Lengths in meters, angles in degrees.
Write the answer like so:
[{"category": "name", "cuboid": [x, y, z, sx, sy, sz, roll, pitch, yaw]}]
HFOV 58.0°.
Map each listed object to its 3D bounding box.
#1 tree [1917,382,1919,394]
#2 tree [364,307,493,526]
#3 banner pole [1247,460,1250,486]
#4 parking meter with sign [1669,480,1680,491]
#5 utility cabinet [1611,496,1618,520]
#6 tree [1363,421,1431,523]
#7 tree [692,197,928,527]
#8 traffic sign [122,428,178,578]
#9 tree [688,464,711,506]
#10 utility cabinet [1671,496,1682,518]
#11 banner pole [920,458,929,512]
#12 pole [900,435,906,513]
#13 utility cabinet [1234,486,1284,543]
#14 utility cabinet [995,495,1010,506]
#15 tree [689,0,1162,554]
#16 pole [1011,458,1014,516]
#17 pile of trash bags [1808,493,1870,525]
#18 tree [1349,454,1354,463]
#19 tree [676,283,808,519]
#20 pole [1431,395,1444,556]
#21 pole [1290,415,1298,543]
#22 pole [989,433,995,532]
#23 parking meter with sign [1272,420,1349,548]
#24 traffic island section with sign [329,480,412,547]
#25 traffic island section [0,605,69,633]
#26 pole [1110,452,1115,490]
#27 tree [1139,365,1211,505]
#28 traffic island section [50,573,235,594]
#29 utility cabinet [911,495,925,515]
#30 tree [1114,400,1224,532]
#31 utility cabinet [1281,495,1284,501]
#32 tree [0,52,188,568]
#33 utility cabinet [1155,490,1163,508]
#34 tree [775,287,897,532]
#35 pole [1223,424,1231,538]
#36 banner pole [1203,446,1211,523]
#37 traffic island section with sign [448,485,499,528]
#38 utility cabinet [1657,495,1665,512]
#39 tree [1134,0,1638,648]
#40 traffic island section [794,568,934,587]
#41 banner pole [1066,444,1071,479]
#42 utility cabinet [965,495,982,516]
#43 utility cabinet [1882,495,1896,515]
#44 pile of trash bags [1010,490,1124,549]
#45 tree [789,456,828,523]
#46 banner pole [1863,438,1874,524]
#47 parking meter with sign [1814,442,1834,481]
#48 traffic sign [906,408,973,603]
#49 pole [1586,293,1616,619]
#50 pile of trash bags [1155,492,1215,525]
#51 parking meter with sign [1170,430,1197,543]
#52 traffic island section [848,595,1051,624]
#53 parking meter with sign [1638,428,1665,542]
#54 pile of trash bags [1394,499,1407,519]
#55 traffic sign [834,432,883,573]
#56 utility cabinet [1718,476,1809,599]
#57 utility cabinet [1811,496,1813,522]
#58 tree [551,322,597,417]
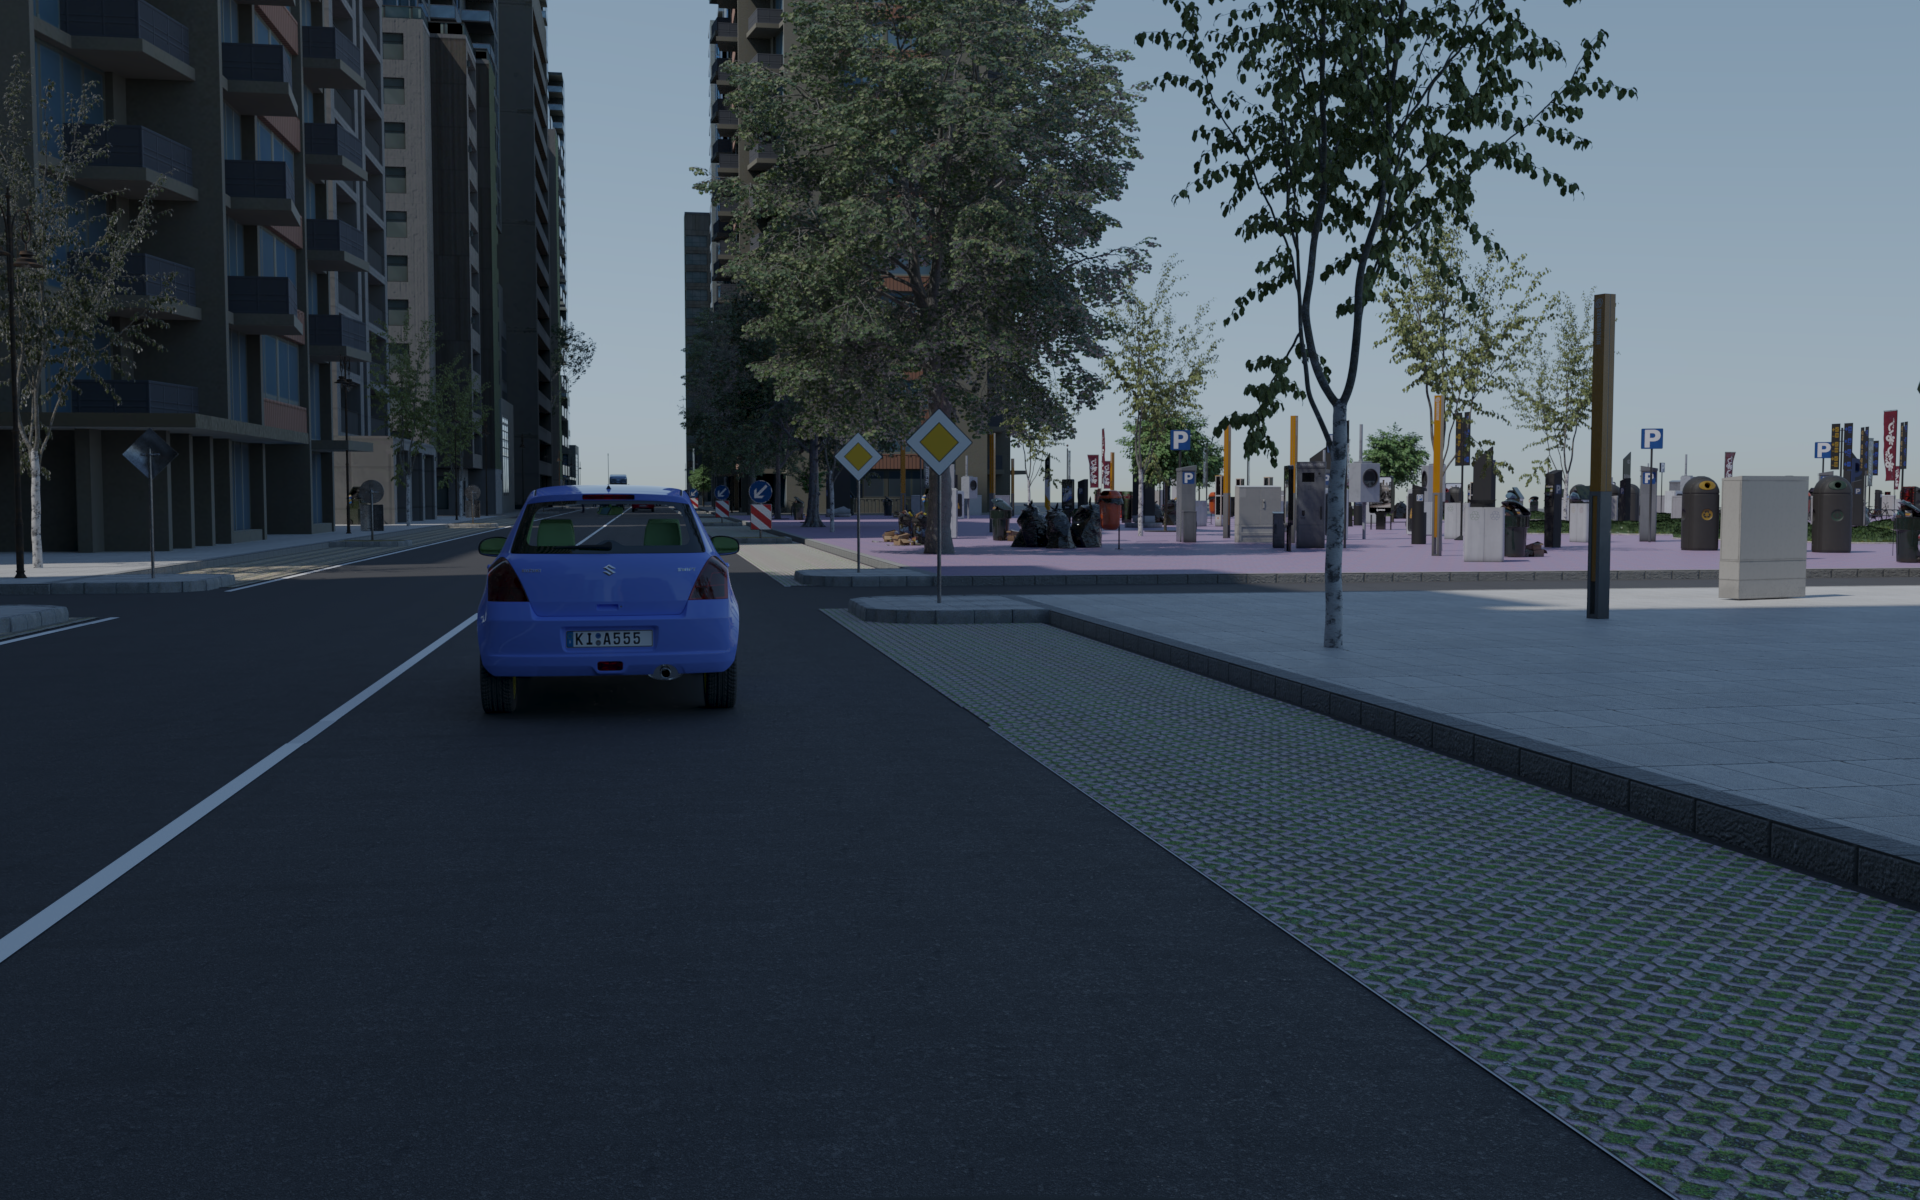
[{"category": "tree", "cuboid": [5.055, -3.414, 6.180, 4.737, 8.622, 4.395, 0, 3, 0]}, {"category": "tree", "cuboid": [-21.936, -7.270, 69.227, 4.737, 8.622, 4.395, 0, 3, 0]}, {"category": "banner pole", "cuboid": [14.062, -5.775, 84.431, 0.401, 3.779, 0.863, 1, 4, 20]}, {"category": "parking meter with sign", "cuboid": [39.429, -6.058, 95.301, 1.738, 3.016, 0.543, 3, 5, 45]}, {"category": "utility cabinet", "cuboid": [24.546, -3.299, 65.098, 0.306, 1.237, 1.020, 1, 4, 22]}, {"category": "tree", "cuboid": [19.569, -5.776, 78.145, 4.285, 4.588, 4.351, 0, 3, 0]}, {"category": "tree", "cuboid": [-5.597, -9.176, 67.039, 9.611, 12.733, 9.660, 0, 3, 0]}, {"category": "traffic sign", "cuboid": [-12.285, -1.387, 26.313, 0.795, 2.450, 0.064, -1, 4, -10]}, {"category": "tree", "cuboid": [-27.991, -12.553, 188.947, 4.285, 4.588, 4.351, 0, 3, 0]}, {"category": "utility cabinet", "cuboid": [28.428, -3.467, 67.854, 1.020, 1.237, 0.306, 1, 4, 15]}, {"category": "banner pole", "cuboid": [-1.860, -6.212, 91.576, 0.863, 3.779, 0.401, -2, 4, -26]}, {"category": "pole", "cuboid": [-1.968, -4.029, 59.711, 0.158, 3.312, 0.155, 0, 3, 0]}, {"category": "utility cabinet", "cuboid": [7.759, -2.227, 45.083, 1.173, 1.500, 0.318, -1, 4, -14]}, {"category": "utility cabinet", "cuboid": [2.057, -4.678, 87.648, 1.020, 1.237, 0.306, -3, 5, -43]}, {"category": "tree", "cuboid": [-0.563, -7.971, 36.974, 9.857, 13.997, 8.962, 0, 3, 0]}, {"category": "pole", "cuboid": [3.012, -6.437, 99.087, 0.158, 3.312, 0.155, 0, 3, 0]}, {"category": "pile of trash bags", "cuboid": [36.388, -3.839, 72.520, 1.912, 1.369, 3.447, -1, 4, -18]}, {"category": "tree", "cuboid": [18.505, -5.384, 82.636, 1.663, 3.219, 1.824, 0, 3, 0]}, {"category": "tree", "cuboid": [-9.164, -10.848, 87.742, 12.009, 13.543, 11.850, 0, 3, 0]}, {"category": "pole", "cuboid": [9.884, -2.567, 35.820, 0.158, 3.312, 0.155, 0, 3, 0]}, {"category": "pole", "cuboid": [8.676, -3.132, 45.044, 0.158, 3.312, 0.155, 0, 3, 0]}, {"category": "pole", "cuboid": [1.086, -3.923, 57.982, 0.158, 3.312, 0.155, 0, 3, 0]}, {"category": "parking meter with sign", "cuboid": [8.297, -2.739, 41.051, 1.738, 3.016, 0.543, 0, 4, 7]}, {"category": "traffic island section with sign", "cuboid": [-16.088, -2.369, 47.364, 1.989, 1.847, 2.006, -1, 4, -10]}, {"category": "traffic island section", "cuboid": [-10.900, 0.231, 18.510, 2.009, 0.180, 2.903, -1, 4, -10]}, {"category": "pole", "cuboid": [7.417, -5.535, 84.335, 0.158, 3.312, 0.155, 0, 3, 0]}, {"category": "tree", "cuboid": [11.679, -8.987, 97.305, 4.360, 8.622, 3.978, 0, 3, 0]}, {"category": "traffic island section", "cuboid": [-12.307, -0.250, 26.371, 2.009, 0.180, 2.903, -1, 4, -10]}, {"category": "utility cabinet", "cuboid": [-2.306, -5.413, 99.664, 1.020, 1.237, 0.306, 2, 4, 28]}, {"category": "tree", "cuboid": [6.917, -4.596, 58.865, 4.285, 4.588, 4.351, 0, 3, 0]}, {"category": "utility cabinet", "cuboid": [18.081, -5.323, 98.184, 1.020, 1.237, 0.306, 2, 4, 26]}, {"category": "tree", "cuboid": [-15.878, -4.872, 30.016, 4.360, 8.622, 3.978, 0, 3, 0]}, {"category": "utility cabinet", "cuboid": [9.785, -4.877, 88.423, 1.173, 1.500, 0.318, 3, 5, 44]}, {"category": "tree", "cuboid": [-4.243, -6.580, 57.943, 4.360, 8.622, 3.978, 0, 3, 0]}, {"category": "pole", "cuboid": [7.725, -3.440, 50.082, 0.158, 3.312, 0.155, 0, 3, 0]}, {"category": "banner pole", "cuboid": [10.929, -5.329, 77.144, 0.401, 3.779, 0.863, 2, 4, 24]}, {"category": "traffic island section with sign", "cuboid": [-20.973, -4.039, 74.661, 1.989, 1.847, 2.006, -1, 4, -10]}, {"category": "utility cabinet", "cuboid": [39.407, -5.262, 97.191, 1.020, 1.237, 0.306, 1, 4, 9]}, {"category": "tree", "cuboid": [3.296, -3.919, 14.432, 4.737, 8.622, 4.395, 0, 3, 0]}, {"category": "traffic island section", "cuboid": [-1.634, -0.366, 28.269, 2.009, 0.180, 2.903, -1, 4, -10]}, {"category": "banner pole", "cuboid": [5.477, -5.956, 87.405, 0.401, 3.779, 0.863, 1, 4, 19]}, {"category": "utility cabinet", "cuboid": [0.794, -5.660, 103.708, 1.020, 1.237, 0.306, -2, 4, -32]}, {"category": "utility cabinet", "cuboid": [53.940, -5.492, 100.951, 0.306, 1.237, 1.020, -3, 5, -43]}, {"category": "pile of trash bags", "cuboid": [2.737, -1.926, 41.241, 1.912, 1.369, 3.447, -2, 4, -33]}, {"category": "tree", "cuboid": [-6.600, -5.063, 77.383, 1.663, 3.219, 1.824, 0, 3, 0]}, {"category": "banner pole", "cuboid": [35.523, -4.754, 67.738, 0.863, 3.779, 0.401, -3, 5, -40]}, {"category": "parking meter with sign", "cuboid": [28.515, -3.723, 57.133, 0.543, 3.016, 1.738, 1, 4, 23]}, {"category": "traffic sign", "cuboid": [-0.248, -1.020, 20.328, 0.795, 2.450, 0.064, -1, 4, -10]}, {"category": "pole", "cuboid": [6.574, -1.462, 17.755, 0.158, 3.312, 0.155, 0, 3, 0]}, {"category": "pile of trash bags", "cuboid": [9.440, -3.806, 71.975, 3.447, 1.369, 1.912, -2, 4, -28]}, {"category": "parking meter with sign", "cuboid": [6.034, -3.065, 46.371, 0.543, 3.016, 1.738, 0, 4, -3]}, {"category": "traffic island section", "cuboid": [-0.227, 0.115, 20.409, 2.009, 0.180, 2.903, -1, 4, -10]}, {"category": "parking meter with sign", "cuboid": [18.611, -3.088, 46.756, 0.543, 3.016, 1.738, 1, 4, 19]}, {"category": "pile of trash bags", "cuboid": [22.998, -4.876, 89.478, 3.447, 1.369, 1.912, -1, 4, -21]}, {"category": "traffic sign", "cuboid": [-1.656, -1.501, 28.188, 0.795, 2.450, 0.064, -1, 4, -10]}, {"category": "utility cabinet", "cuboid": [9.813, -0.764, 21.162, 1.173, 1.500, 0.318, -2, 4, -26]}, {"category": "utility cabinet", "cuboid": [27.376, -2.704, 55.379, 0.306, 1.237, 1.020, 2, 4, 25]}, {"category": "tree", "cuboid": [-43.445, -19.455, 173.983, 12.611, 20.169, 13.585, 0, 3, 0]}]
